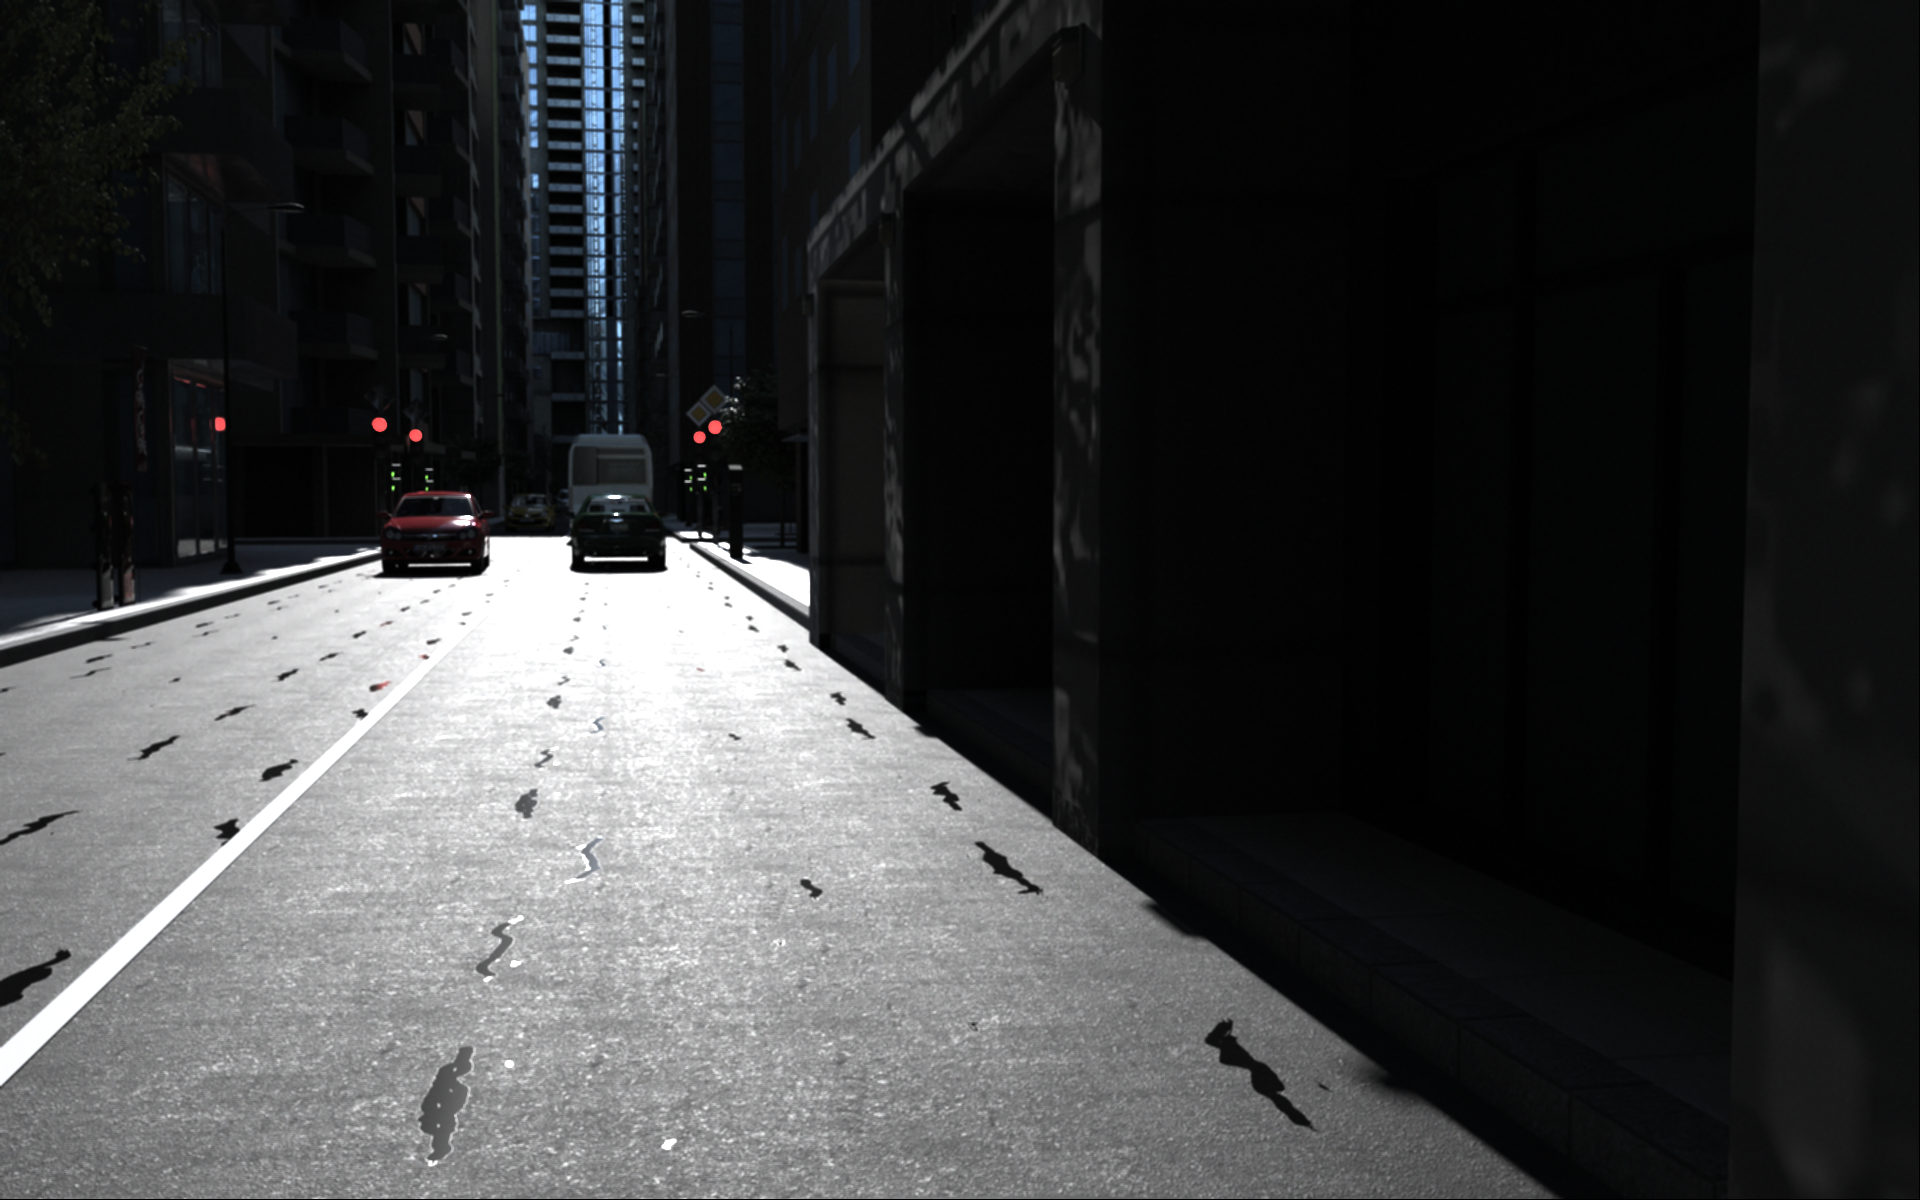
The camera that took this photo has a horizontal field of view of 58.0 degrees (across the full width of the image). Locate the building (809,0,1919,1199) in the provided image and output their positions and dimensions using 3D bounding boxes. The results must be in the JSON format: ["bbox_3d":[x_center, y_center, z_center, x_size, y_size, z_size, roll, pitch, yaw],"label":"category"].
[{"bbox_3d":[10.578,-34.752,6.448,20.563,71.187,20.611,-1,4,-11],"label":"building"}]

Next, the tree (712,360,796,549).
[{"bbox_3d":[-4.214,-3.513,41.156,4.285,4.588,4.351,0,3,0],"label":"tree"}]

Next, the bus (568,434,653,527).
[{"bbox_3d":[-11.995,-3.972,59.796,2.948,3.499,13.247,-1,4,-11],"label":"bus"}]

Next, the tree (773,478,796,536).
[{"bbox_3d":[-5.351,-3.624,53.855,1.663,3.219,1.824,0,3,0],"label":"tree"}]

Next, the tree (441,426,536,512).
[{"bbox_3d":[-23.474,-6.083,83.165,4.285,4.588,4.351,0,3,0],"label":"tree"}]

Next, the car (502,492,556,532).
[{"bbox_3d":[-16.530,-3.451,66.643,2.015,1.641,3.980,-1,4,-10],"label":"car"}]

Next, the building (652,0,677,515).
[{"bbox_3d":[-8.469,-30.149,112.542,23.786,49.044,30.456,-1,4,-11],"label":"building"}]

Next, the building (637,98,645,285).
[{"bbox_3d":[-28.734,-33.248,193.709,14.600,45.320,14.200,-1,4,-11],"label":"building"}]

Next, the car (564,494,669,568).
[{"bbox_3d":[-6.981,-1.435,35.268,2.131,1.459,4.920,-1,4,-12],"label":"car"}]

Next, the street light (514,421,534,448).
[{"bbox_3d":[-27.612,-8.379,109.533,1.470,5.913,1.316,-1,4,-11],"label":"street light"}]

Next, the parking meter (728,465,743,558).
[{"bbox_3d":[-4.494,-1.774,34.710,0.255,1.863,0.399,-1,4,-12],"label":"parking meter"}]

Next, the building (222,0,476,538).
[{"bbox_3d":[-29.410,-24.854,60.992,22.147,44.769,28.867,-1,4,-11],"label":"building"}]

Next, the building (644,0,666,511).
[{"bbox_3d":[-17.739,-27.741,137.164,14.154,41.232,14.086,-1,4,-11],"label":"building"}]

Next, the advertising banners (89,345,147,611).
[{"bbox_3d":[-9.609,-1.448,19.869,0.090,3.025,2.074,-1,4,-9],"label":"advertising banners"}]

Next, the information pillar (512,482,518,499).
[{"bbox_3d":[-26.347,-6.002,102.623,0.304,2.012,0.304,0,4,-3],"label":"information pillar"}]

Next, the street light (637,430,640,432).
[{"bbox_3d":[-22.831,-9.375,125.825,1.470,5.913,1.316,-1,4,-11],"label":"street light"}]

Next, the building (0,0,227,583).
[{"bbox_3d":[-27.289,-24.848,25.871,30.456,49.044,23.786,-1,4,-11],"label":"building"}]

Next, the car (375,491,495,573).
[{"bbox_3d":[-9.917,-1.458,32.887,2.155,1.783,4.494,-1,4,-13],"label":"car"}]

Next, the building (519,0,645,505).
[{"bbox_3d":[-45.931,-55.231,215.695,31.000,86.520,22.319,-1,4,-11],"label":"building"}]

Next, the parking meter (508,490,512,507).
[{"bbox_3d":[-29.871,-6.709,115.409,0.399,1.863,0.255,1,4,19],"label":"parking meter"}]

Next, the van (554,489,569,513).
[{"bbox_3d":[-30.395,-7.783,134.258,2.013,2.044,4.112,-1,4,-12],"label":"van"}]

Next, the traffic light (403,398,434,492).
[{"bbox_3d":[-15.819,-3.770,50.566,0.839,4.253,0.868,-1,4,-11],"label":"traffic light"}]

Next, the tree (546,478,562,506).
[{"bbox_3d":[-45.498,-12.321,196.044,1.663,3.219,1.824,0,3,0],"label":"tree"}]

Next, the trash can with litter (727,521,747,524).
[{"bbox_3d":[-10.049,-3.859,74.157,2.233,1.210,1.678,-1,4,-22],"label":"trash can with litter"}]

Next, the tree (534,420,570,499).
[{"bbox_3d":[-41.139,-13.681,174.041,4.360,8.622,3.978,0,3,0],"label":"tree"}]

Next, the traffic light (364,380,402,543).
[{"bbox_3d":[-14.243,-3.292,42.737,0.839,4.253,0.868,-1,4,-11],"label":"traffic light"}]

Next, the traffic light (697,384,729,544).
[{"bbox_3d":[-6.294,-3.390,44.347,0.839,4.253,0.868,-1,4,-11],"label":"traffic light"}]

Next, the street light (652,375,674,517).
[{"bbox_3d":[-11.168,-5.820,67.699,1.470,5.913,1.316,-1,4,-11],"label":"street light"}]

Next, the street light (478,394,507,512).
[{"bbox_3d":[-21.684,-6.588,80.262,1.470,5.913,1.316,-1,4,-11],"label":"street light"}]

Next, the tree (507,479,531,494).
[{"bbox_3d":[-29.123,-7.301,113.978,1.663,3.219,1.824,0,3,0],"label":"tree"}]

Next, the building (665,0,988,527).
[{"bbox_3d":[-6.758,-26.423,82.123,14.600,45.320,14.200,-1,4,-11],"label":"building"}]

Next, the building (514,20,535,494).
[{"bbox_3d":[-46.938,-31.173,159.786,14.600,45.320,14.200,-1,4,-11],"label":"building"}]

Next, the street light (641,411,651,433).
[{"bbox_3d":[-16.985,-7.606,96.902,1.470,5.913,1.316,-1,4,-11],"label":"street light"}]

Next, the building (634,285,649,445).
[{"bbox_3d":[-15.822,-19.272,160.134,27.650,21.520,28.899,-1,4,-11],"label":"building"}]

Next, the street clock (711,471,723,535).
[{"bbox_3d":[-7.585,-3.011,53.803,0.358,2.002,0.471,-3,5,-39],"label":"street clock"}]

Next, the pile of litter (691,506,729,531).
[{"bbox_3d":[-8.596,-2.879,61.030,1.719,0.858,1.176,2,4,24],"label":"pile of litter"}]

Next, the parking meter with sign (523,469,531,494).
[{"bbox_3d":[-30.206,-7.558,119.830,0.543,3.016,1.738,-2,4,-30],"label":"parking meter with sign"}]

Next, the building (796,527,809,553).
[{"bbox_3d":[4.108,-23.345,31.805,14.600,45.320,14.200,-1,4,-11],"label":"building"}]

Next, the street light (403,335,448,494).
[{"bbox_3d":[-15.678,-4.782,50.727,1.470,5.913,1.316,-1,4,-11],"label":"street light"}]

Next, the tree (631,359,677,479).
[{"bbox_3d":[-15.248,-8.715,92.851,4.360,8.622,3.978,0,3,0],"label":"tree"}]

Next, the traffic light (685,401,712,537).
[{"bbox_3d":[-7.870,-3.869,52.176,0.839,4.253,0.868,-1,4,-11],"label":"traffic light"}]

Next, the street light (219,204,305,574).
[{"bbox_3d":[-11.186,-3.379,27.781,1.470,5.913,1.316,-1,4,-11],"label":"street light"}]

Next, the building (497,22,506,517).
[{"bbox_3d":[-31.772,-24.895,90.635,14.154,41.232,14.086,-1,4,-11],"label":"building"}]

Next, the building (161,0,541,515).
[{"bbox_3d":[-45.860,-31.607,136.382,23.786,49.044,30.456,-1,4,-11],"label":"building"}]

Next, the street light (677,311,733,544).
[{"bbox_3d":[-6.382,-4.390,44.317,1.470,5.913,1.316,-1,4,-11],"label":"street light"}]

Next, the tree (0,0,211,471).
[{"bbox_3d":[-9.620,-4.041,16.426,4.737,8.622,4.395,0,3,0],"label":"tree"}]

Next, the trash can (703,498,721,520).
[{"bbox_3d":[-9.654,-3.419,67.547,0.748,1.137,0.748,0,3,0],"label":"trash can"}]

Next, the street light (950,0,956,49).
[{"bbox_3d":[-0.594,-2.608,15.181,1.470,5.913,1.316,-1,4,-11],"label":"street light"}]
